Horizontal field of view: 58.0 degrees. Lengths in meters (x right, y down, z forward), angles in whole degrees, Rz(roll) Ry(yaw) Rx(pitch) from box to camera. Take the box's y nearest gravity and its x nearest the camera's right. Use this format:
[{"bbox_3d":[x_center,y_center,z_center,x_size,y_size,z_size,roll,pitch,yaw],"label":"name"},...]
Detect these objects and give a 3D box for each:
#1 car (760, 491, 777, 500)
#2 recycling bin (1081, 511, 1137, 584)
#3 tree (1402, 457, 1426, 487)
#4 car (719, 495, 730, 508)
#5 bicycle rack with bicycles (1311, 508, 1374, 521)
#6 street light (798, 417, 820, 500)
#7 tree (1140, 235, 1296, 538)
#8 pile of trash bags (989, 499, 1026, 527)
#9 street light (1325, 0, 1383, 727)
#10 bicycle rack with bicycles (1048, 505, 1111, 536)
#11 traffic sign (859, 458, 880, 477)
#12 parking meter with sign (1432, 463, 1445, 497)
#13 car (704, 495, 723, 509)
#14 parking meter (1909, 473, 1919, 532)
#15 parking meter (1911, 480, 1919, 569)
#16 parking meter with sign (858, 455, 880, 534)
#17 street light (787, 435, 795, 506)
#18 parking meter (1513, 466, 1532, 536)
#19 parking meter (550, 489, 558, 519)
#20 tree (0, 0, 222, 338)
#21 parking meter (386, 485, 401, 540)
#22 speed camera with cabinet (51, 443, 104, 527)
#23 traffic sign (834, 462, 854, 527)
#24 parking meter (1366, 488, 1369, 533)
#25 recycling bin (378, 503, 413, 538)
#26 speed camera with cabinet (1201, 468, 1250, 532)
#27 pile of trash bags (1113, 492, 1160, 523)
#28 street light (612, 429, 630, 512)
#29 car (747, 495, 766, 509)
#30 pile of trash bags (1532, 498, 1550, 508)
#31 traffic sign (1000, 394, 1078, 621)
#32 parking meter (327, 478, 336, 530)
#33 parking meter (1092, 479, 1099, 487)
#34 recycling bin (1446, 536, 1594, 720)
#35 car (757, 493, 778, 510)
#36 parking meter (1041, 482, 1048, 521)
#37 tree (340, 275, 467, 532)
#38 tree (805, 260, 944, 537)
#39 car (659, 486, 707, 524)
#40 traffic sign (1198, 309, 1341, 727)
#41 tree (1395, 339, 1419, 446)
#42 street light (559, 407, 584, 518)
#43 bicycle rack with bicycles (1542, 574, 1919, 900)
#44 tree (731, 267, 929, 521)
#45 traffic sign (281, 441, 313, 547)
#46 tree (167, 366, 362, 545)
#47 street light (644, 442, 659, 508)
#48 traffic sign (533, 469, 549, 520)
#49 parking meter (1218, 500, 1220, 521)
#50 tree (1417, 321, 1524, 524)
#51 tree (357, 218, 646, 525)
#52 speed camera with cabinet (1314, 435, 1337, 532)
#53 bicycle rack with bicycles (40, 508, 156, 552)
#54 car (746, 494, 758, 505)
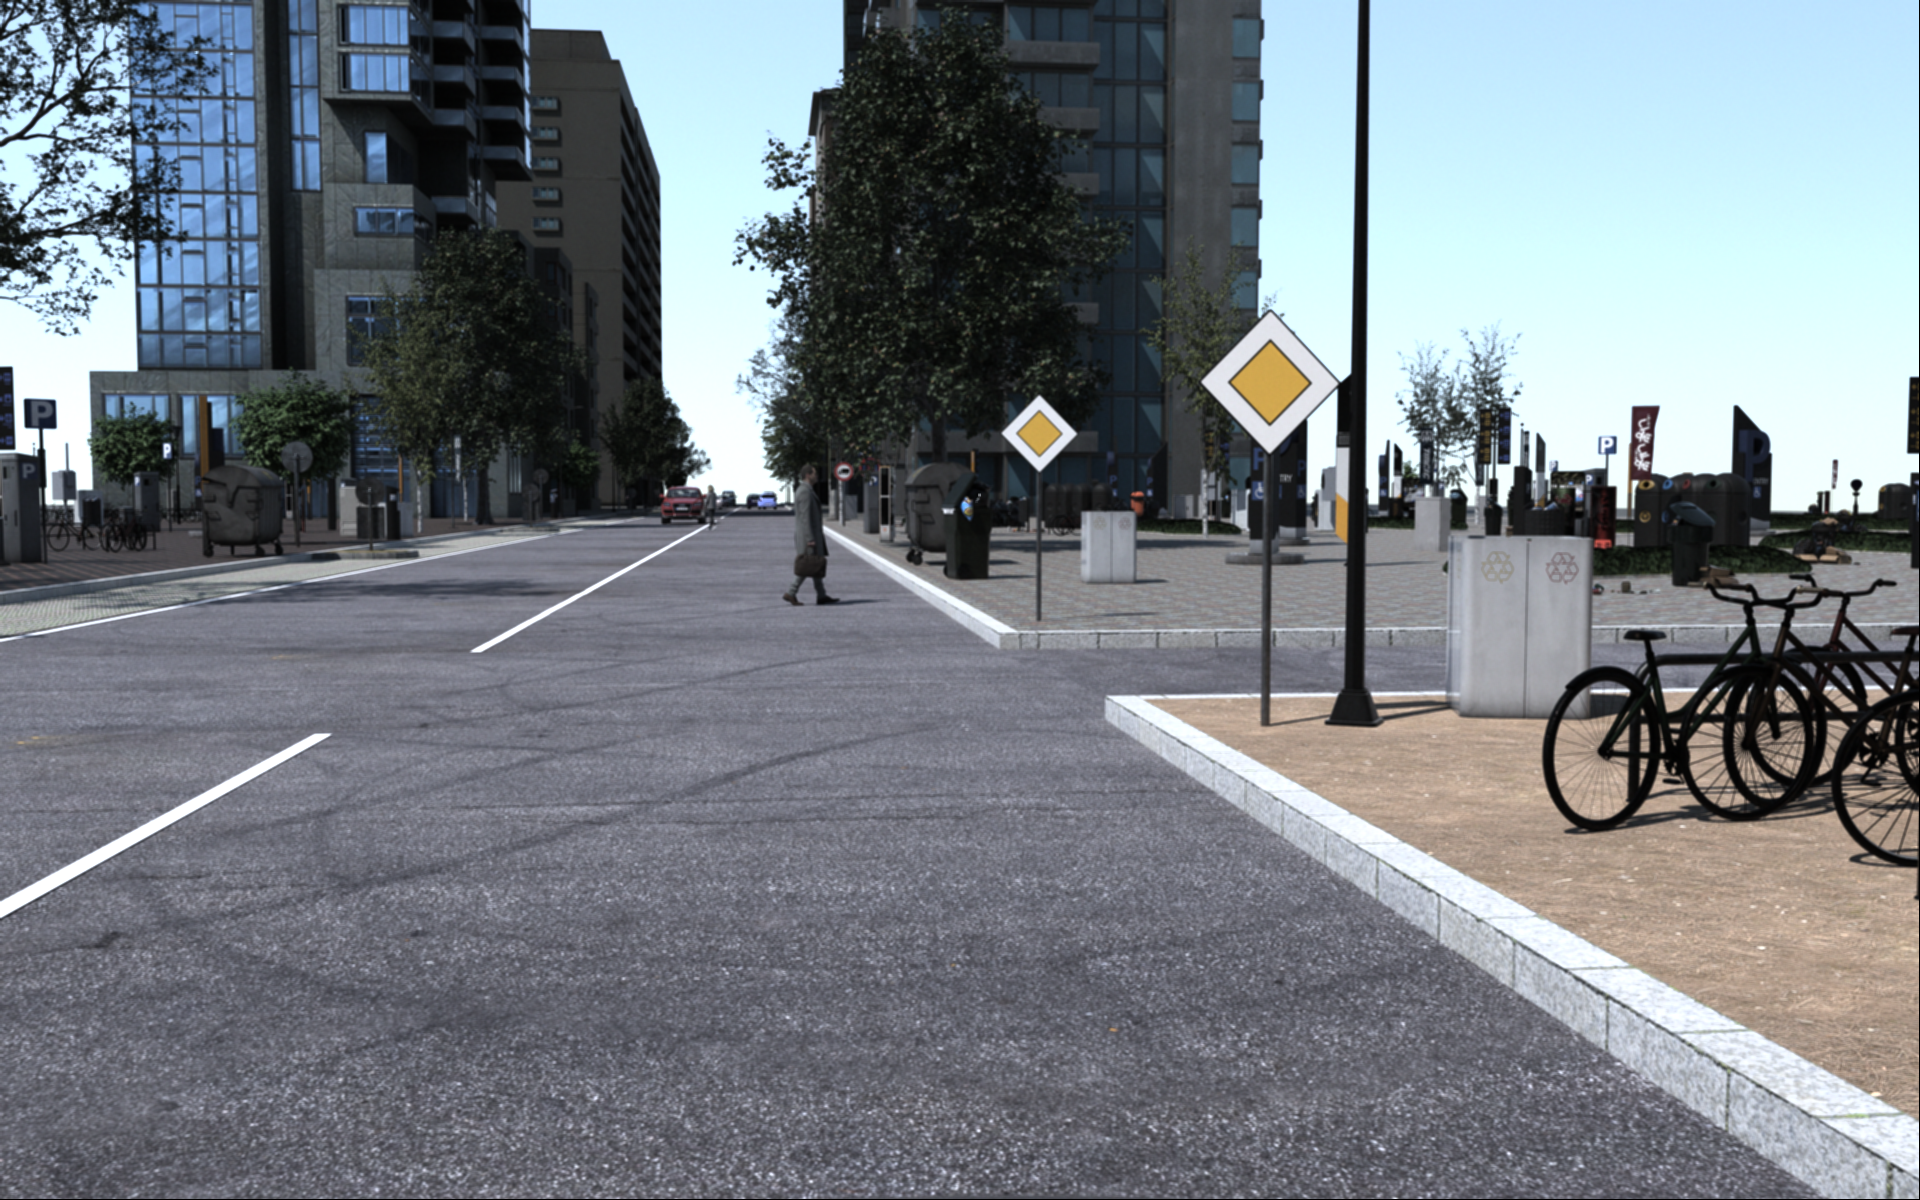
[{"bbox_3d":[-25.827,-13.776,233.915,2.281,1.827,5.304,0,4,-7],"label":"car"},{"bbox_3d":[2.147,-0.764,25.038,0.722,1.027,0.722,0,4,-3],"label":"recycling bin"},{"bbox_3d":[23.037,-5.778,89.065,1.663,3.219,1.824,0,3,0],"label":"tree"},{"bbox_3d":[-25.567,-10.542,184.946,1.945,1.354,3.894,0,4,-7],"label":"car"},{"bbox_3d":[17.584,-4.068,79.889,2.925,0.926,2.852,0,4,7],"label":"bicycle rack with bicycles"},{"bbox_3d":[-9.112,-8.100,104.980,1.470,5.913,1.316,0,4,-6],"label":"street light"},{"bbox_3d":[7.372,-6.099,50.077,4.737,8.622,4.395,0,3,0],"label":"tree"},{"bbox_3d":[0.719,-3.500,66.970,3.447,1.369,1.912,-1,4,-23],"label":"pile of trash bags"},{"bbox_3d":[1.668,-2.258,9.463,1.470,5.913,1.316,0,4,-6],"label":"street light"},{"bbox_3d":[4.056,-2.512,54.451,2.925,0.926,2.852,-1,4,-10],"label":"bicycle rack with bicycles"},{"bbox_3d":[-3.023,-3.559,58.302,0.768,2.556,0.104,0,4,-5],"label":"traffic sign"},{"bbox_3d":[26.184,-6.023,94.734,0.543,3.016,1.738,0,4,-6],"label":"parking meter with sign"},{"bbox_3d":[-23.308,-9.202,162.806,2.083,1.381,4.827,0,4,-7],"label":"car"},{"bbox_3d":[26.079,-2.534,47.150,0.399,1.863,0.255,-2,4,-26],"label":"parking meter"},{"bbox_3d":[16.623,-1.311,29.846,0.372,1.533,0.369,0,3,0],"label":"parking meter"},{"bbox_3d":[-2.922,-3.694,56.657,0.543,3.016,1.738,-1,4,-13],"label":"parking meter with sign"},{"bbox_3d":[-12.707,-10.029,136.522,1.470,5.913,1.316,0,4,-6],"label":"street light"},{"bbox_3d":[11.751,-1.864,36.183,0.255,1.863,0.399,3,5,43],"label":"parking meter"},{"bbox_3d":[-21.305,-5.045,90.900,0.372,1.533,0.369,0,3,0],"label":"parking meter"},{"bbox_3d":[-13.665,-5.353,21.939,8.767,10.594,7.601,-1,4,-15],"label":"tree"},{"bbox_3d":[-15.879,-2.453,48.520,0.372,1.533,0.369,0,3,0],"label":"parking meter"},{"bbox_3d":[-34.288,-4.462,67.292,0.660,3.252,2.038,1,4,16],"label":"speed camera with cabinet"},{"bbox_3d":[-4.582,-4.178,68.418,0.768,2.556,0.104,0,4,0],"label":"traffic sign"},{"bbox_3d":[13.247,-2.973,57.012,0.372,1.533,0.369,0,3,0],"label":"parking meter"},{"bbox_3d":[-16.685,-2.365,51.228,0.722,1.027,0.722,2,4,32],"label":"recycling bin"},{"bbox_3d":[9.629,-4.119,61.685,2.038,3.252,0.660,1,4,13],"label":"speed camera with cabinet"},{"bbox_3d":[6.824,-3.524,67.375,1.912,1.369,3.447,0,4,-1],"label":"pile of trash bags"},{"bbox_3d":[-24.167,-9.231,123.474,1.470,5.913,1.316,0,4,-6],"label":"street light"},{"bbox_3d":[-19.343,-9.315,164.873,1.945,1.354,3.894,0,4,-5],"label":"car"},{"bbox_3d":[27.956,-4.483,83.057,1.912,1.369,3.447,0,4,-7],"label":"pile of trash bags"},{"bbox_3d":[0.793,-0.844,17.449,0.795,2.450,0.064,0,4,-6],"label":"traffic sign"},{"bbox_3d":[-22.422,-3.429,61.782,0.255,1.863,0.399,-2,4,-26],"label":"parking meter"},{"bbox_3d":[5.331,-3.824,68.237,0.255,1.863,0.399,0,4,1],"label":"parking meter"},{"bbox_3d":[3.279,0.144,10.198,0.722,1.027,0.722,1,4,8],"label":"recycling bin"},{"bbox_3d":[-17.854,-9.224,160.395,1.945,1.707,3.694,0,4,-8],"label":"car"},{"bbox_3d":[4.228,-4.976,87.069,0.399,1.863,0.255,-3,5,-44],"label":"parking meter"},{"bbox_3d":[-18.183,-6.552,57.482,4.737,8.622,4.395,0,3,0],"label":"tree"},{"bbox_3d":[-1.887,-6.181,51.419,4.360,8.622,3.978,0,3,0],"label":"tree"},{"bbox_3d":[-13.361,-4.599,83.872,2.281,1.827,5.304,0,4,-7],"label":"car"},{"bbox_3d":[1.685,-0.359,9.514,0.795,2.450,0.064,0,4,-6],"label":"traffic sign"},{"bbox_3d":[22.355,-8.036,81.748,4.360,8.622,3.978,0,3,0],"label":"tree"},{"bbox_3d":[-20.626,-7.302,91.925,1.470,5.913,1.316,0,4,-6],"label":"street light"},{"bbox_3d":[3.624,0.418,6.556,2.925,0.926,2.852,0,4,-7],"label":"bicycle rack with bicycles"},{"bbox_3d":[-5.742,-10.591,83.538,12.009,13.543,11.850,0,3,0],"label":"tree"},{"bbox_3d":[-15.931,-2.539,41.612,0.768,2.556,0.104,0,4,1],"label":"traffic sign"},{"bbox_3d":[-17.033,-3.720,44.535,4.285,4.588,4.351,0,3,0],"label":"tree"},{"bbox_3d":[-27.672,-11.161,155.027,1.470,5.913,1.316,0,4,-6],"label":"street light"},{"bbox_3d":[-20.988,-5.299,86.749,0.768,2.556,0.104,0,4,-4],"label":"traffic sign"},{"bbox_3d":[10.137,-3.696,68.840,0.372,1.533,0.369,0,3,0],"label":"parking meter"},{"bbox_3d":[21.942,-7.529,73.464,4.360,8.622,3.978,0,3,0],"label":"tree"},{"bbox_3d":[-20.047,-9.504,72.405,9.611,12.733,9.660,0,3,0],"label":"tree"},{"bbox_3d":[12.549,-3.962,59.107,0.660,3.252,2.038,0,4,3],"label":"speed camera with cabinet"},{"bbox_3d":[-19.427,-1.588,39.340,2.852,0.926,2.925,1,4,9],"label":"bicycle rack with bicycles"},{"bbox_3d":[-27.089,-13.363,227.287,1.959,1.807,4.718,0,4,-5],"label":"car"}]
